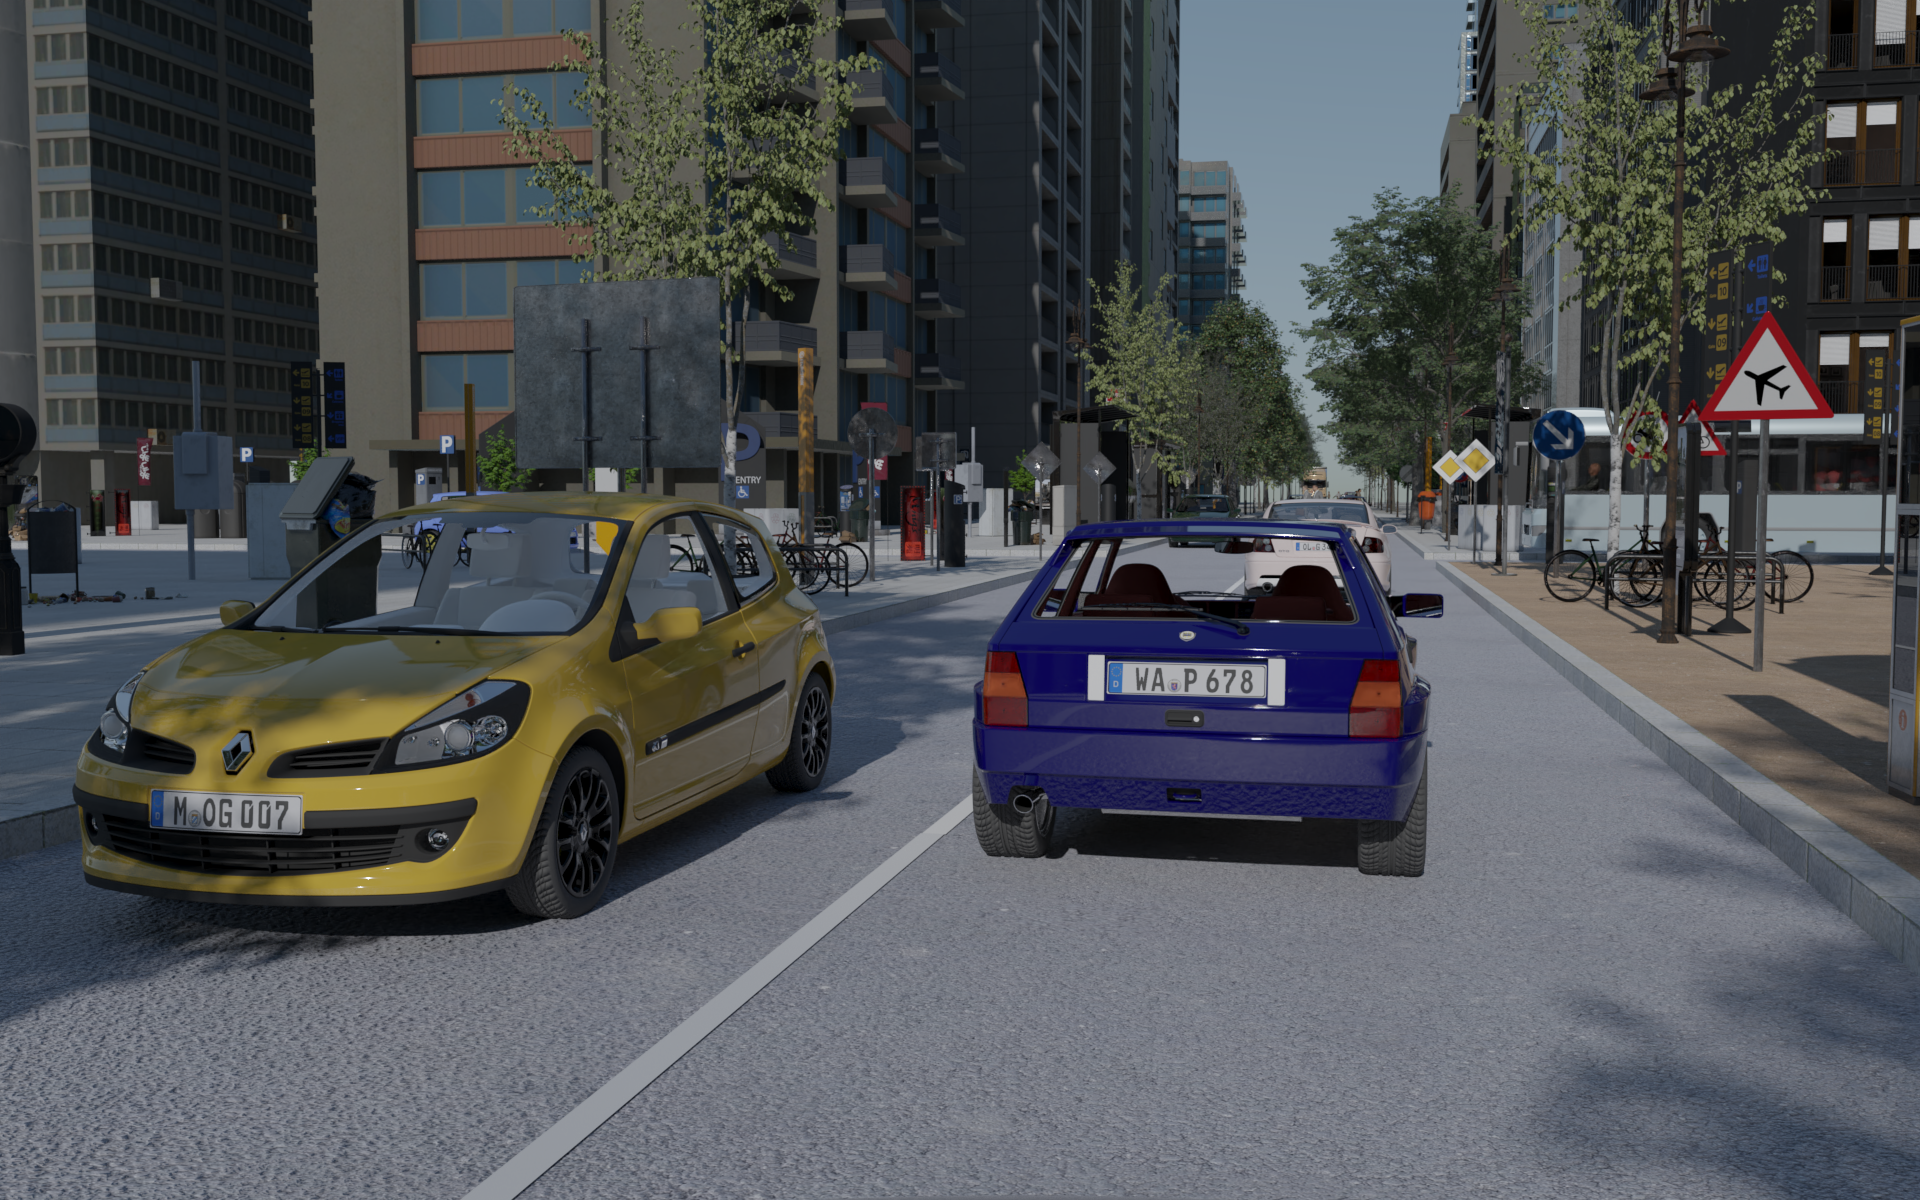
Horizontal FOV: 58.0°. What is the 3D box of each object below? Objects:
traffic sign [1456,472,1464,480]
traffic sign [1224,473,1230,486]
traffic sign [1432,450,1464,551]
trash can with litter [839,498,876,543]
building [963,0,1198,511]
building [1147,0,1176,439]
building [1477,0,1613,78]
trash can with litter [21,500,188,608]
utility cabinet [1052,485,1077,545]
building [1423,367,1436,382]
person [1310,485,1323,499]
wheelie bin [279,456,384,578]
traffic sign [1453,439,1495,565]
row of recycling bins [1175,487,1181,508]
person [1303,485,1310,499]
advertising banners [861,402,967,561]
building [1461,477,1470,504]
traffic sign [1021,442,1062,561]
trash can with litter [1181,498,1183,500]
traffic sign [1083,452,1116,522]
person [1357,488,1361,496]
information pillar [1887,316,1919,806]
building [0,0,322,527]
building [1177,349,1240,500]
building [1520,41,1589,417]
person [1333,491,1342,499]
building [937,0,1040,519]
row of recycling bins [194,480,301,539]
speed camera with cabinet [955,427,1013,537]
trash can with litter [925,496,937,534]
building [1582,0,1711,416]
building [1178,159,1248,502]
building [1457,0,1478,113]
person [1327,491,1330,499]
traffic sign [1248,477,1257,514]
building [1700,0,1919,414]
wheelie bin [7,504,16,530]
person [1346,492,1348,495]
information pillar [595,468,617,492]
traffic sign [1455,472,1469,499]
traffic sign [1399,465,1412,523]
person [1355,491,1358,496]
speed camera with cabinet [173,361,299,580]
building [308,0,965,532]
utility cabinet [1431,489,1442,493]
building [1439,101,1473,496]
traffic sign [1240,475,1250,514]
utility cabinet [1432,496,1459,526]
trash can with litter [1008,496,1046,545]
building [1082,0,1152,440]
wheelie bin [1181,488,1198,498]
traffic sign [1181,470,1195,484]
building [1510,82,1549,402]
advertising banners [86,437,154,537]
[{"bbox_3d":[18.140,-3.891,63.730,0.768,2.556,0.104,1,4,22],"label":"traffic sign"},{"bbox_3d":[16.555,-6.493,106.259,0.768,2.556,0.104,1,4,16],"label":"traffic sign"},{"bbox_3d":[11.092,-2.177,39.239,0.795,2.450,0.064,1,4,13],"label":"traffic sign"},{"bbox_3d":[-2.741,-2.114,45.950,0.624,1.170,1.055,2,4,29],"label":"trash can with litter"},{"bbox_3d":[12.790,-44.630,167.950,20.563,71.187,20.611,1,4,13],"label":"building"},{"bbox_3d":[3.623,-34.050,145.948,28.713,52.752,27.495,1,4,13],"label":"building"},{"bbox_3d":[53.434,-31.591,140.210,21.300,48.544,21.600,1,4,13],"label":"building"},{"bbox_3d":[-10.356,-0.586,20.641,2.233,1.210,1.678,-3,4,-38],"label":"trash can with litter"},{"bbox_3d":[2.618,-2.127,43.452,0.318,1.500,1.173,1,4,19],"label":"utility cabinet"},{"bbox_3d":[76.006,-29.730,257.788,14.160,30.474,14.107,1,4,13],"label":"building"},{"bbox_3d":[14.495,-3.780,70.491,0.473,1.802,0.592,0,4,-5],"label":"person"},{"bbox_3d":[-5.314,-0.415,14.701,0.980,1.594,0.693,3,5,42],"label":"wheelie bin"},{"bbox_3d":[9.351,-1.700,31.445,0.795,2.450,0.064,1,4,13],"label":"traffic sign"},{"bbox_3d":[8.924,-4.229,76.260,1.069,1.692,3.534,1,4,22],"label":"row of recycling bins"},{"bbox_3d":[14.933,-4.049,74.819,0.853,1.813,0.709,1,4,16],"label":"person"},{"bbox_3d":[-0.874,-2.257,33.090,2.074,3.025,0.090,-1,4,-14],"label":"advertising banners"},{"bbox_3d":[64.101,-28.717,161.402,32.217,40.220,23.993,1,4,13],"label":"building"},{"bbox_3d":[1.552,-1.808,33.202,0.795,2.450,0.064,1,4,13],"label":"traffic sign"},{"bbox_3d":[10.696,-4.521,85.306,0.624,1.170,1.055,3,5,39],"label":"trash can with litter"},{"bbox_3d":[3.293,-2.285,40.995,0.795,2.450,0.064,1,4,13],"label":"traffic sign"},{"bbox_3d":[27.452,-6.753,118.918,0.705,1.823,1.348,1,4,18],"label":"person"},{"bbox_3d":[4.090,-0.165,7.188,0.304,2.012,0.304,1,4,8],"label":"information pillar"},{"bbox_3d":[-43.354,-23.439,75.103,23.993,40.220,32.217,1,4,13],"label":"building"},{"bbox_3d":[21.188,-23.098,222.685,27.650,21.520,28.899,1,4,13],"label":"building"},{"bbox_3d":[39.540,-17.216,99.497,12.078,24.808,19.932,1,4,13],"label":"building"},{"bbox_3d":[37.527,-9.935,171.671,1.217,1.736,0.721,1,4,14],"label":"person"},{"bbox_3d":[-1.592,-40.331,97.661,20.563,71.187,20.611,1,4,13],"label":"building"},{"bbox_3d":[-20.544,-2.640,50.277,3.534,1.692,1.069,0,4,-4],"label":"row of recycling bins"},{"bbox_3d":[0.727,-3.524,51.957,0.660,3.252,2.038,3,5,43],"label":"speed camera with cabinet"},{"bbox_3d":[-0.768,-2.755,56.109,1.678,1.210,2.233,2,4,31],"label":"trash can with litter"},{"bbox_3d":[36.818,-17.372,77.541,14.314,27.812,24.014,1,4,13],"label":"building"},{"bbox_3d":[29.734,-38.595,250.630,23.786,49.044,30.456,1,4,13],"label":"building"},{"bbox_3d":[75.896,-56.291,233.036,22.319,86.520,31.000,1,4,13],"label":"building"},{"bbox_3d":[51.407,-14.252,241.532,0.705,1.823,1.348,-1,4,-9],"label":"person"},{"bbox_3d":[18.636,-6.788,111.092,0.768,2.556,0.104,1,4,16],"label":"traffic sign"},{"bbox_3d":[30.534,-13.375,48.359,15.834,23.373,12.332,1,4,13],"label":"building"},{"bbox_3d":[-33.341,-3.267,61.326,0.980,1.594,0.693,3,5,40],"label":"wheelie bin"},{"bbox_3d":[54.611,-14.406,244.868,0.721,1.723,1.217,0,4,1],"label":"person"},{"bbox_3d":[-5.151,-2.088,25.491,0.504,3.616,0.183,2,4,29],"label":"information pillar"},{"bbox_3d":[22.152,-4.689,76.774,0.768,2.556,0.104,1,4,19],"label":"traffic sign"},{"bbox_3d":[19.539,-4.614,75.541,0.768,2.556,0.104,1,4,18],"label":"traffic sign"},{"bbox_3d":[32.288,-8.027,140.571,0.721,1.723,1.217,2,4,34],"label":"person"},{"bbox_3d":[-10.677,-1.939,26.039,2.038,3.252,0.660,0,4,0],"label":"speed camera with cabinet"},{"bbox_3d":[-12.179,-25.243,67.344,22.147,44.769,28.867,1,4,13],"label":"building"},{"bbox_3d":[22.180,-4.455,81.526,1.173,1.500,0.318,3,5,40],"label":"utility cabinet"},{"bbox_3d":[69.125,-35.778,208.675,21.300,48.544,21.600,1,4,13],"label":"building"},{"bbox_3d":[18.146,-6.750,110.463,0.768,2.556,0.104,1,4,13],"label":"traffic sign"},{"bbox_3d":[19.691,-3.615,70.270,1.020,1.237,0.306,1,4,18],"label":"utility cabinet"},{"bbox_3d":[1.667,-1.971,43.616,0.624,1.170,1.055,3,5,39],"label":"trash can with litter"},{"bbox_3d":[5.908,-26.969,124.531,14.154,41.232,14.086,1,4,13],"label":"building"},{"bbox_3d":[11.123,-4.637,83.723,0.980,1.594,0.693,1,4,12],"label":"wheelie bin"},{"bbox_3d":[11.893,-5.522,90.394,0.768,2.556,0.104,1,4,14],"label":"traffic sign"},{"bbox_3d":[46.476,-21.531,123.730,14.160,30.474,14.107,1,4,13],"label":"building"},{"bbox_3d":[-25.657,-3.473,52.964,0.090,3.025,2.074,3,5,41],"label":"advertising banners"}]
